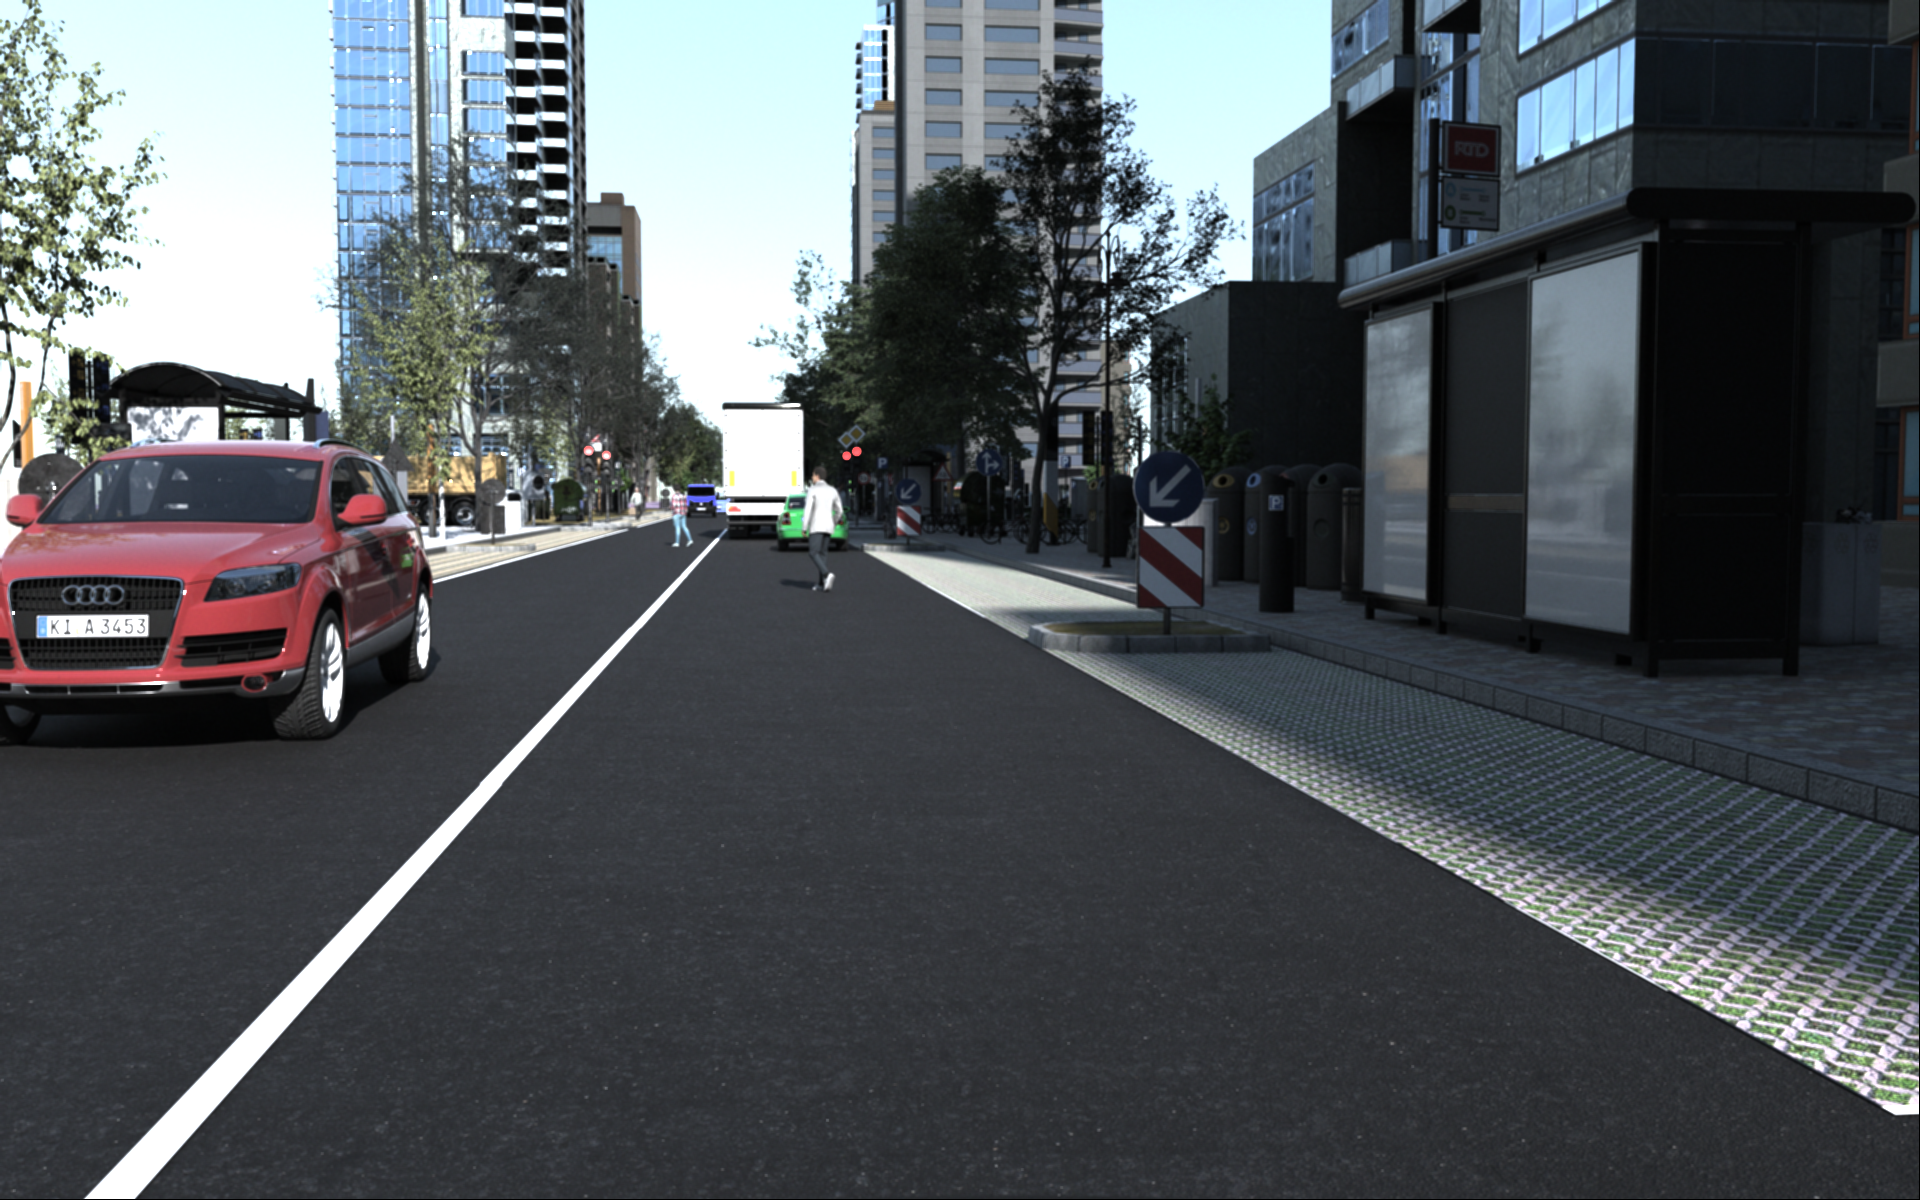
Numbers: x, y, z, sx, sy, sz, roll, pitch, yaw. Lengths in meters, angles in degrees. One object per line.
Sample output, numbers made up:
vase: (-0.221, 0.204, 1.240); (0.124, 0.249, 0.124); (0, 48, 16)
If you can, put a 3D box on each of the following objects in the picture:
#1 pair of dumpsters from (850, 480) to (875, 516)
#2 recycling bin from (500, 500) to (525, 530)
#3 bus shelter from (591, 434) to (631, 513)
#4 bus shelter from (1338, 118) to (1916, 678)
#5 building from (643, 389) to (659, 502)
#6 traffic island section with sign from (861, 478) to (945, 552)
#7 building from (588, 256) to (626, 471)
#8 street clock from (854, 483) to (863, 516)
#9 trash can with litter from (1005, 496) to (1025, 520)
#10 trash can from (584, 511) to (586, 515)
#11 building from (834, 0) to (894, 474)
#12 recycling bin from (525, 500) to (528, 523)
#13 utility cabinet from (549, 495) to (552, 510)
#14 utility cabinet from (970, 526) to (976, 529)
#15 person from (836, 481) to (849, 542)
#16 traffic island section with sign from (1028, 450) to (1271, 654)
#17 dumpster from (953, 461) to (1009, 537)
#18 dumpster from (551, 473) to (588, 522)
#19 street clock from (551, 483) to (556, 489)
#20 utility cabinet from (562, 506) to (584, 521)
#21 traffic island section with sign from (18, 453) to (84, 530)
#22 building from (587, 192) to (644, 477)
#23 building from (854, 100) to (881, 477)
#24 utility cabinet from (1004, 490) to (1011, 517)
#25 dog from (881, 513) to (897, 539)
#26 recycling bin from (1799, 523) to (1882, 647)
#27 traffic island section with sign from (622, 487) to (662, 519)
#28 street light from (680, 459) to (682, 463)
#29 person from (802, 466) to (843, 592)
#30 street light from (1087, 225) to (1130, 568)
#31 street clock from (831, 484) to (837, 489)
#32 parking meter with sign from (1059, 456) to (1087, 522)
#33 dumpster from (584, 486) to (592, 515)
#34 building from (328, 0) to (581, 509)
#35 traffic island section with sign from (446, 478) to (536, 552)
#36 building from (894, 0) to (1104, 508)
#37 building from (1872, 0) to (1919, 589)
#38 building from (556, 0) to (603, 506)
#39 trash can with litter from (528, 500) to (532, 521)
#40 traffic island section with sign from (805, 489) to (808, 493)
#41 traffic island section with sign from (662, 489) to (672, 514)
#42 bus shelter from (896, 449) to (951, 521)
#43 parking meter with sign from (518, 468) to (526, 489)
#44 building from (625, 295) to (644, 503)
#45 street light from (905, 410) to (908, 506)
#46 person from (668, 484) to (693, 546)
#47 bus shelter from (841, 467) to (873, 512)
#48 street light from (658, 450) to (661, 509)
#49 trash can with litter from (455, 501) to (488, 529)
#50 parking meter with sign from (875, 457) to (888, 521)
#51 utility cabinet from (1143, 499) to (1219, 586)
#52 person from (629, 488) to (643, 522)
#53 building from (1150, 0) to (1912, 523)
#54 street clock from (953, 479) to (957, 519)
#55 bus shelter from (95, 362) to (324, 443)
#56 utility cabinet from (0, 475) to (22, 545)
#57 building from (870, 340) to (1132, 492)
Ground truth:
pair of dumpsters: (-5.783, -6.295, 105.417); (1.574, 2.255, 4.437); (0, 4, -7)
recycling bin: (-16.006, -3.008, 61.730); (0.722, 1.027, 0.722); (-1, 4, -10)
bus shelter: (-23.930, -8.624, 118.632); (2.179, 5.291, 8.768); (0, 4, -7)
bus shelter: (5.107, -2.362, 16.254); (2.179, 5.291, 8.768); (0, 4, -6)
building: (-63.977, -26.717, 281.860); (27.650, 21.520, 28.899); (0, 4, -7)
traffic island section with sign: (-1.474, -2.147, 43.735); (1.989, 1.847, 2.006); (0, 4, -7)
building: (-48.260, -26.667, 207.711); (14.160, 30.474, 14.107); (0, 4, -7)
street clock: (-5.845, -5.815, 99.647); (0.471, 2.002, 0.358); (0, 4, -2)
trash can with litter: (2.502, -4.237, 80.667); (0.624, 1.170, 1.055); (3, 5, 43)
trash can: (-23.014, -5.763, 105.876); (0.748, 1.137, 0.748); (0, 3, 0)
building: (-9.883, -60.128, 295.769); (22.319, 86.520, 31.000); (0, 4, -7)
recycling bin: (-19.554, -3.907, 76.425); (0.722, 1.027, 0.722); (3, 4, 39)
utility cabinet: (-32.918, -7.736, 137.637); (1.020, 1.237, 0.306); (2, 4, 24)
utility cabinet: (0.608, -3.211, 63.667); (0.306, 1.237, 1.020); (1, 4, 13)
person: (-3.659, -2.635, 51.691); (0.679, 1.850, 0.850); (-3, 5, -44)
traffic island section with sign: (1.699, -0.476, 16.417); (1.989, 1.847, 2.006); (0, 4, -7)
dumpster: (0.640, -3.044, 52.265); (1.502, 2.255, 1.985); (0, 4, -6)
dumpster: (-18.051, -4.739, 79.969); (1.502, 2.255, 1.985); (0, 4, -6)
street clock: (-26.115, -6.557, 111.784); (0.358, 2.002, 0.471); (3, 5, 42)
utility cabinet: (-18.476, -4.509, 82.405); (1.173, 1.500, 0.318); (1, 4, 17)
traffic island section with sign: (-8.541, -0.451, 16.000); (1.989, 1.847, 2.006); (0, 4, -7)
building: (-55.100, -37.306, 260.055); (14.600, 45.320, 14.200); (0, 4, -7)
building: (-5.591, -44.325, 266.713); (21.231, 58.520, 28.212); (0, 4, -7)
utility cabinet: (2.258, -5.403, 97.018); (1.173, 1.500, 0.318); (-2, 4, -26)
dog: (-2.268, -2.322, 54.803); (0.513, 0.831, 0.800); (0, 4, 2)
recycling bin: (7.407, -0.147, 14.960); (0.722, 1.027, 0.722); (-2, 4, -25)
traffic island section with sign: (-18.084, -5.477, 98.183); (1.989, 1.847, 2.006); (0, 4, -7)
street light: (-31.065, -13.456, 192.788); (0.468, 5.910, 1.993); (0, 4, -7)
person: (-1.999, -1.052, 25.539); (0.661, 1.843, 0.795); (-3, 4, -39)
street light: (2.567, -3.506, 30.111); (0.468, 5.910, 1.993); (0, 4, -7)
street clock: (-9.346, -7.577, 128.458); (0.471, 2.002, 0.358); (3, 5, 44)
parking meter with sign: (5.516, -5.115, 79.892); (1.738, 3.016, 0.543); (-3, 4, -37)
dumpster: (-22.874, -6.027, 104.296); (1.264, 1.857, 1.865); (0, 4, -7)
building: (-46.981, -51.966, 162.314); (22.319, 86.520, 31.000); (0, 4, -7)
traffic island section with sign: (-11.719, -2.129, 43.431); (1.989, 1.847, 2.006); (0, 4, -7)
building: (3.794, -38.894, 177.917); (21.231, 58.520, 28.212); (0, 4, -7)
building: (28.284, -10.158, 11.124); (27.650, 21.520, 28.899); (0, 4, -7)
building: (-49.290, -45.912, 188.906); (20.563, 71.187, 20.611); (0, 4, -7)
trash can with litter: (-20.436, -4.262, 81.074); (0.624, 1.170, 1.055); (-3, 4, -37)
traffic island section with sign: (-11.105, -7.220, 126.668); (1.989, 1.847, 2.006); (0, 4, -7)
traffic island section with sign: (-21.212, -7.131, 125.216); (1.989, 1.847, 2.006); (0, 4, -7)
bus shelter: (-1.728, -5.269, 80.079); (2.014, 3.302, 5.546); (0, 4, -7)
parking meter with sign: (-29.032, -7.321, 115.967); (0.543, 3.016, 1.738); (0, 4, 5)
building: (-52.767, -29.043, 246.556); (14.160, 30.474, 14.107); (0, 4, -7)
street light: (-2.140, -5.899, 69.228); (0.468, 5.910, 1.993); (0, 4, -7)
person: (-7.679, -2.333, 47.484); (0.643, 1.720, 0.563); (3, 4, 37)
bus shelter: (-7.384, -7.955, 123.994); (2.014, 3.302, 5.546); (0, 4, -7)
street light: (-26.518, -11.028, 153.094); (0.468, 5.910, 1.993); (0, 4, -7)
trash can with litter: (-17.378, -3.214, 63.600); (1.678, 1.210, 2.233); (-3, 5, -43)
parking meter with sign: (-3.806, -5.294, 82.820); (0.543, 3.016, 1.738); (-1, 4, -9)
utility cabinet: (3.094, -0.804, 24.313); (1.020, 1.237, 0.306); (1, 4, 22)
person: (-16.815, -4.941, 89.771); (0.515, 1.767, 0.782); (3, 5, 42)
building: (19.756, -44.869, 46.286); (22.319, 86.520, 31.000); (0, 4, -7)
street clock: (-0.142, -4.958, 85.636); (0.358, 2.002, 0.471); (-3, 4, -36)
bus shelter: (-12.459, -2.161, 29.250); (2.014, 3.302, 5.546); (0, 4, -6)
utility cabinet: (-11.161, -0.717, 20.406); (1.173, 1.500, 0.318); (-1, 4, -17)
building: (3.953, -22.185, 207.757); (27.650, 21.520, 28.899); (0, 4, -7)
